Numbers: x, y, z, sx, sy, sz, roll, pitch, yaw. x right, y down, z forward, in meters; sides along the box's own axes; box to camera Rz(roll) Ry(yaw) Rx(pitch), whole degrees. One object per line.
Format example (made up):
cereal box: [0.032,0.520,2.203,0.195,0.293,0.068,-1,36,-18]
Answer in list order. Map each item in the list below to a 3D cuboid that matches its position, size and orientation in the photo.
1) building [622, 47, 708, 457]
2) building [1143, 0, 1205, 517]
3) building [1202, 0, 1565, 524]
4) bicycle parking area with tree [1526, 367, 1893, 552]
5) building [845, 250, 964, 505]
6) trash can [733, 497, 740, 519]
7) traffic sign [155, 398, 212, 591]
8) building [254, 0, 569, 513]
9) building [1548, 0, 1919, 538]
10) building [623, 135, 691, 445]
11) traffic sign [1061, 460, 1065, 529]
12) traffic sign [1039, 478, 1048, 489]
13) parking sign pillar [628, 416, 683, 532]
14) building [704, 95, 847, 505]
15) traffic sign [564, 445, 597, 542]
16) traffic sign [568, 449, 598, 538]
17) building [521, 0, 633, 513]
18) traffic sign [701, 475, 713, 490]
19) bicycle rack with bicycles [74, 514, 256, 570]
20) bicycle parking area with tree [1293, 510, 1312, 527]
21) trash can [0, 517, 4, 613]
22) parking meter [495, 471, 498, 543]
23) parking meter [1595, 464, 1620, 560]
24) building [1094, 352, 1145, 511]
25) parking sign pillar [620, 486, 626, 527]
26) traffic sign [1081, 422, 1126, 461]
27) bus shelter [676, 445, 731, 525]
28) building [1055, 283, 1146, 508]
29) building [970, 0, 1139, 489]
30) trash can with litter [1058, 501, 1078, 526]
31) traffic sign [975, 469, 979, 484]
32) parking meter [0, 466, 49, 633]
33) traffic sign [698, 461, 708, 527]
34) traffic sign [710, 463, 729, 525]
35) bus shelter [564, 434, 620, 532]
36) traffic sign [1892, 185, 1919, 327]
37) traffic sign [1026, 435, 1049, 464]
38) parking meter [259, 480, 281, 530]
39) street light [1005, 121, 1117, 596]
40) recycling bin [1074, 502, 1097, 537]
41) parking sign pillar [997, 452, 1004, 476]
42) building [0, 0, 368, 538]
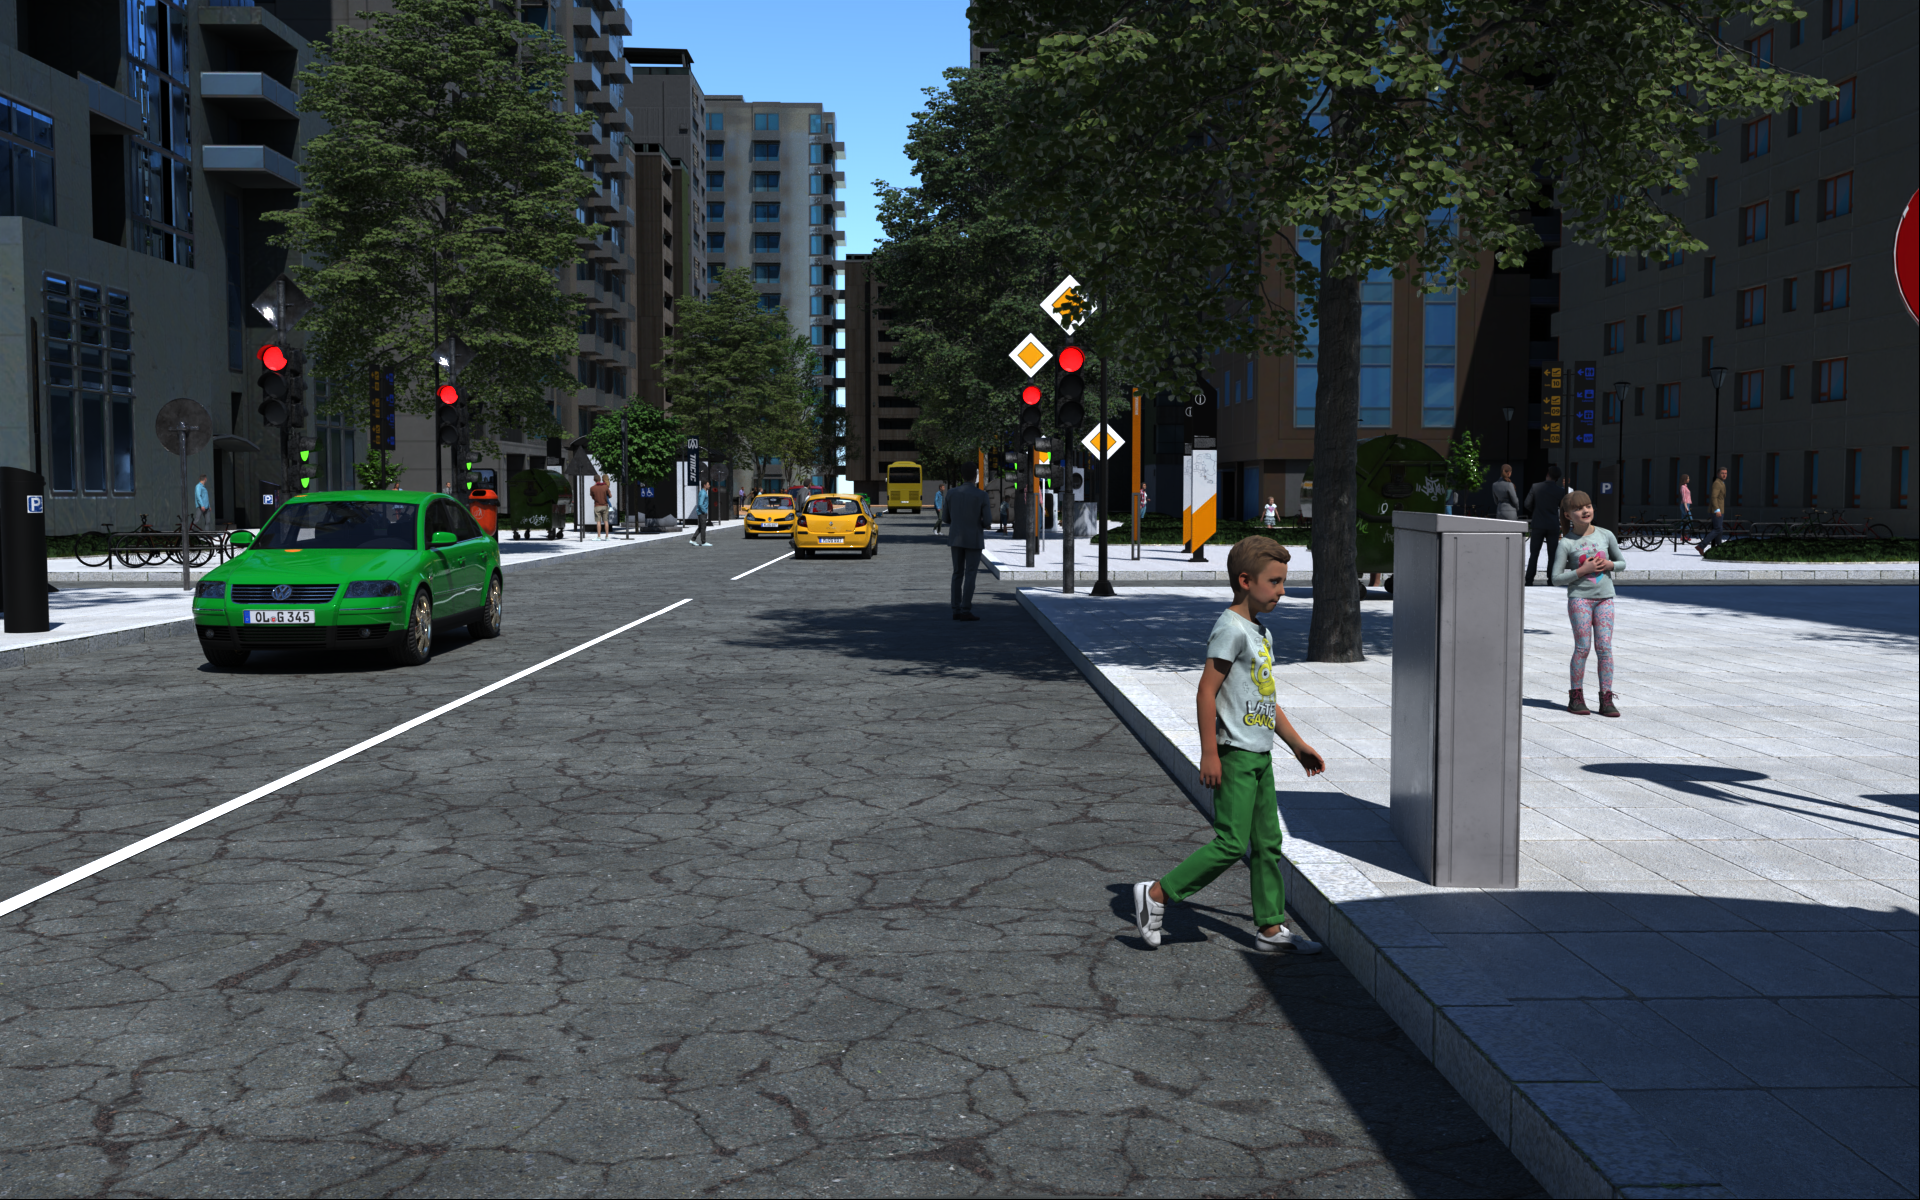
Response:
building: [-31.046,-29.257,161.945,14.086,41.232,14.154,0,4,-1]
building: [17.322,-19.994,98.605,14.160,30.474,14.107,0,4,-1]
building: [18.764,-26.052,76.065,14.600,45.320,14.200,0,4,-1]
bicycle parking area with tree: [16.870,-3.355,41.850,9.016,4.147,8.231,1,4,11]
building: [-6.635,-26.599,206.597,14.107,30.474,14.160,0,4,-1]
trash can: [-11.616,-4.707,88.615,0.748,1.137,0.748,0,3,0]
traffic sign: [-10.285,-1.398,22.959,0.768,2.556,0.104,0,4,3]
building: [-31.385,-39.703,87.395,20.563,71.187,20.611,0,4,-1]
building: [38.148,-12.837,54.925,28.899,21.520,27.650,0,4,-1]
building: [-30.079,-22.672,142.389,14.160,30.474,14.107,0,4,-1]
traffic sign: [3.818,-3.911,64.052,0.768,2.556,0.104,0,4,4]
traffic sign: [3.304,-4.190,68.609,0.768,2.556,0.104,0,4,6]
parking sign pillar: [-10.170,-4.303,58.834,1.447,3.967,1.447,2,4,25]
building: [-29.022,-36.152,210.698,30.456,49.044,23.786,0,4,-1]
traffic sign: [-10.120,-2.825,46.200,0.884,2.594,0.081,0,4,4]
traffic sign: [-10.900,-3.065,50.109,0.884,2.594,0.081,0,4,5]
building: [-34.989,-30.573,119.472,23.786,49.044,30.456,0,4,-1]
traffic sign: [-10.432,-4.278,69.953,0.884,2.594,0.081,0,4,4]
bicycle rack with bicycles: [-14.065,-1.054,30.615,2.925,0.926,2.852,-1,4,-16]
bicycle parking area with tree: [15.777,-4.352,58.152,8.231,4.147,9.016,3,5,41]
trash can: [-10.185,-0.376,17.807,0.748,1.137,0.748,0,3,0]
parking meter: [-11.879,-2.342,43.998,0.255,1.863,0.399,-1,4,-13]
parking meter: [12.626,-1.718,33.802,0.399,1.863,0.255,2,4,35]
building: [22.506,-49.629,124.100,22.319,86.520,31.000,0,4,-1]
parking sign pillar: [-12.405,-4.797,66.902,1.447,3.967,1.447,2,4,24]
traffic sign: [2.529,-1.876,30.409,0.795,2.593,0.064,0,4,-1]
bus shelter: [-11.075,-4.881,73.736,2.014,3.302,5.546,0,4,-1]
building: [23.432,-19.069,156.818,27.650,21.520,28.899,0,4,-1]
building: [11.633,-47.140,208.992,20.611,71.187,20.563,0,4,-1]
trash can with litter: [4.296,-3.492,68.480,0.624,1.170,1.055,-3,5,-42]
traffic sign: [0.705,-5.167,84.592,0.768,2.556,0.104,0,4,4]
parking meter: [-8.696,-0.470,16.097,0.372,1.533,0.369,0,3,0]
traffic sign: [-10.083,-4.080,66.821,0.768,2.556,0.104,0,4,7]
traffic sign: [-9.845,-4.327,70.853,0.768,2.556,0.104,0,4,1]
bus shelter: [-12.365,-4.104,61.030,2.014,3.302,5.546,0,4,-1]
traffic sign: [3.826,-0.390,6.483,0.768,2.556,0.104,0,4,1]
traffic sign: [1.873,-2.367,38.433,0.795,2.593,0.064,0,4,6]
parking meter: [-12.006,-1.332,30.183,0.372,1.533,0.369,0,3,0]
street light: [1.263,-3.006,21.696,1.470,5.913,1.316,0,4,-1]
recycling bin: [3.683,-2.446,52.553,0.722,1.027,0.722,2,4,34]
parking sign pillar: [2.675,-7.096,104.485,1.447,3.967,1.447,3,4,37]
building: [-33.197,-45.288,53.138,22.319,86.520,31.000,0,4,-1]
